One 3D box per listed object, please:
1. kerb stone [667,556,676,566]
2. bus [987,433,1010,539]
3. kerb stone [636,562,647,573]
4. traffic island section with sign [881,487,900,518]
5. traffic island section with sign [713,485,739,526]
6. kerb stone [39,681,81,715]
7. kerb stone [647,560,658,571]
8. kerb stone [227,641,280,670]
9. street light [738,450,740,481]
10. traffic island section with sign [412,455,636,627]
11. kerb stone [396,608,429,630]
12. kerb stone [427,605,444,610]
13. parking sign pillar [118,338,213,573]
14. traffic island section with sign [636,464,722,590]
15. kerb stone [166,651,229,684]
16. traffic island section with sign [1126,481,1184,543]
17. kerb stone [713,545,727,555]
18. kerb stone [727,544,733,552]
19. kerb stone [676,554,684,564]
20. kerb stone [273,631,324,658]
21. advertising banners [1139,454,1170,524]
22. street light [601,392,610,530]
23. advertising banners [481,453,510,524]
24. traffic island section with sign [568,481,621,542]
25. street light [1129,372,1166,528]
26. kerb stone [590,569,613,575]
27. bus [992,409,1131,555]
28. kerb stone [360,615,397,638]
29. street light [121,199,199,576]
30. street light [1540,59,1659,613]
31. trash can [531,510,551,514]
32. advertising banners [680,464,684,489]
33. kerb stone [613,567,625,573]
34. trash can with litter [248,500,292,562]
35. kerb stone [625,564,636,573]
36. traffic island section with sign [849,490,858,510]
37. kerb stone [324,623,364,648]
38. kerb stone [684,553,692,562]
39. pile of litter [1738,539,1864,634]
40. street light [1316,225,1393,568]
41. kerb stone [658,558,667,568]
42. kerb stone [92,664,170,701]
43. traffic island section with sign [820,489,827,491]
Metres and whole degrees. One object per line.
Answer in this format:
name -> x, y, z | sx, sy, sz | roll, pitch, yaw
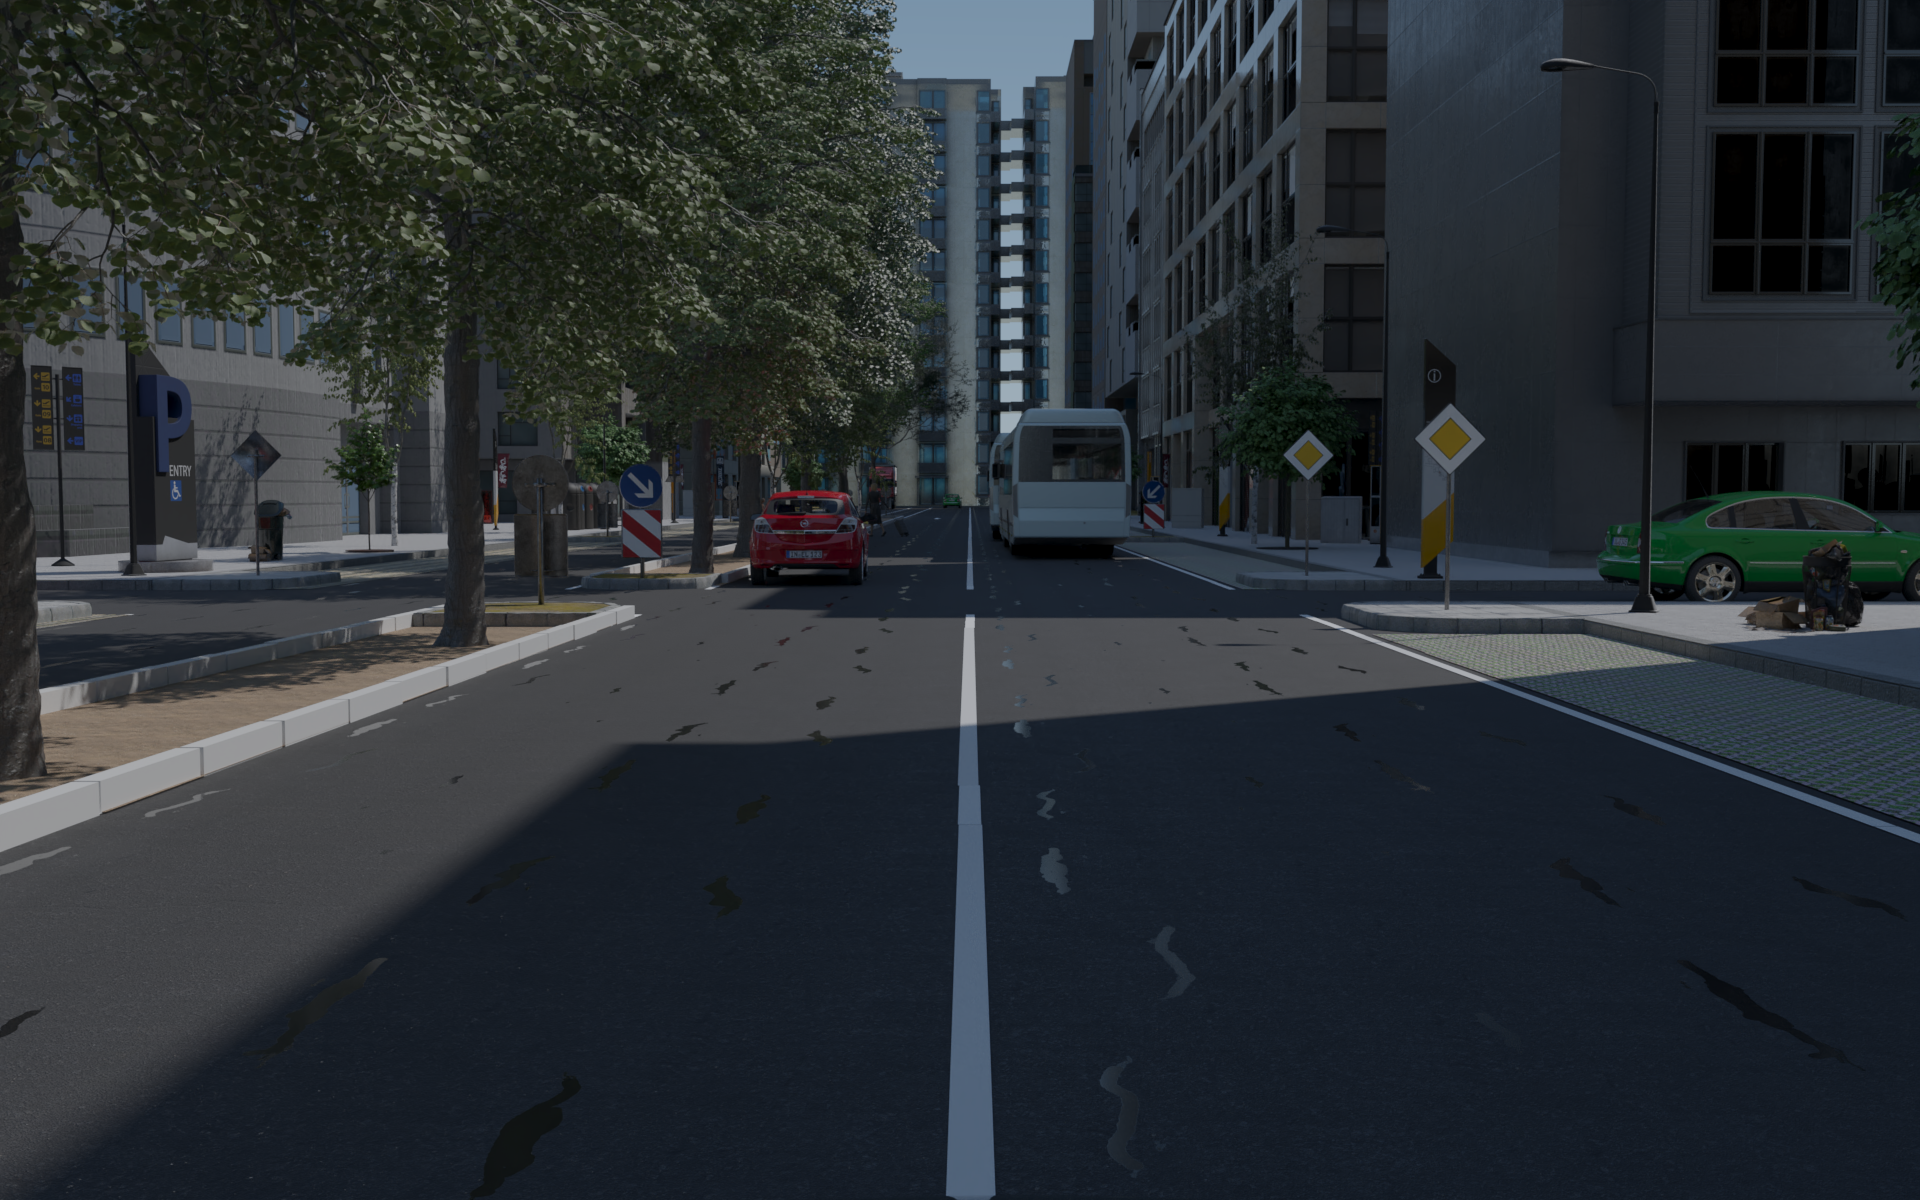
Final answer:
kerb stone -> -5.844, -0.748, 34.440 | 0.120, 0.150, 1.000 | 0, 4, 0
bus -> 2.325, -3.893, 58.510 | 2.948, 3.499, 13.247 | 0, 4, 1
kerb stone -> -5.861, -0.561, 31.372 | 0.120, 0.150, 1.000 | 0, 4, 0
traffic island section with sign -> -4.394, -5.744, 102.046 | 2.006, 1.907, 1.989 | 0, 4, 0
traffic island section with sign -> -10.452, -4.299, 78.923 | 1.989, 1.847, 2.006 | 0, 4, 0
kerb stone -> -5.982, 0.663, 11.372 | 0.120, 0.150, 1.000 | 0, 4, 0
kerb stone -> -5.852, -0.624, 32.395 | 0.120, 0.150, 1.000 | 0, 4, 0
kerb stone -> -5.957, 0.482, 14.454 | 0.120, 0.150, 1.000 | 0, 4, 0
street light -> -12.100, -7.741, 99.105 | 1.470, 5.913, 1.316 | 0, 4, 0
traffic island section with sign -> -4.876, -0.695, 19.502 | 2.006, 1.907, 1.989 | 0, 4, 0
kerb stone -> -5.933, 0.223, 18.544 | 0.120, 0.150, 1.000 | 0, 4, 0
kerb stone -> -5.936, 0.161, 19.578 | 0.120, 0.150, 1.000 | 0, 4, 0
parking sign pillar -> -13.215, -2.461, 28.717 | 1.447, 3.967, 1.447 | 0, 4, 5
traffic island section with sign -> -4.823, -1.148, 26.909 | 2.006, 1.907, 1.989 | 0, 4, 0
kerb stone -> -5.967, 0.540, 13.432 | 0.120, 0.150, 1.000 | 0, 4, 0
traffic island section with sign -> 5.604, -2.640, 51.786 | 1.989, 1.847, 2.006 | 0, 4, 0
kerb stone -> -5.799, -1.188, 41.625 | 0.120, 0.150, 1.000 | 0, 4, 0
kerb stone -> -5.792, -1.248, 42.648 | 0.120, 0.150, 1.000 | 0, 4, 0
kerb stone -> -5.837, -0.811, 35.462 | 0.120, 0.150, 1.000 | 0, 4, 0
kerb stone -> -5.954, 0.411, 15.479 | 0.120, 0.150, 1.000 | 0, 4, 0
advertising banners -> 8.381, -4.788, 74.474 | 2.074, 3.025, 0.090 | -3, 5, -44
street light -> -12.330, -5.513, 62.681 | 1.470, 5.913, 1.316 | 0, 4, 0
advertising banners -> -20.297, -4.768, 74.143 | 2.074, 3.025, 0.090 | 0, 4, -1
traffic island section with sign -> -10.613, -2.646, 51.890 | 1.989, 1.847, 2.006 | 0, 4, 0
street light -> 7.136, -5.714, 65.972 | 1.470, 5.913, 1.316 | 0, 4, 0
kerb stone -> -5.877, -0.374, 28.303 | 0.120, 0.150, 1.000 | 0, 4, 0
bus -> 2.397, -3.003, 43.963 | 2.948, 3.499, 13.247 | 0, 4, 0
kerb stone -> -5.944, 0.289, 17.523 | 0.120, 0.150, 1.000 | 0, 4, 0
street light -> -12.452, -3.334, 27.053 | 1.470, 5.913, 1.316 | 0, 4, 0
street light -> 6.895, -2.821, 18.660 | 1.470, 5.913, 1.316 | 0, 4, 0
trash can -> -13.266, -2.642, 54.855 | 0.748, 1.137, 0.748 | 0, 3, 0
advertising banners -> -15.833, -6.370, 100.336 | 0.090, 3.025, 2.074 | -2, 4, -28
kerb stone -> -5.876, -0.431, 29.328 | 0.120, 0.150, 1.000 | 0, 4, 0
trash can with litter -> -13.248, -1.334, 33.190 | 0.624, 1.170, 1.055 | 0, 4, -5
kerb stone -> -5.876, -0.496, 30.350 | 0.120, 0.150, 1.000 | 0, 4, 0
traffic island section with sign -> -9.999, -9.086, 157.190 | 1.989, 1.847, 2.006 | 0, 4, 0
kerb stone -> -5.944, 0.355, 16.501 | 0.120, 0.150, 1.000 | 0, 4, 0
kerb stone -> -5.833, -0.874, 36.491 | 0.120, 0.150, 1.000 | 0, 4, 0
pile of litter -> 8.075, -0.167, 16.696 | 1.719, 0.858, 1.176 | -3, 4, -36
street light -> 6.858, -3.521, 30.114 | 1.470, 5.913, 1.316 | 0, 4, 0
kerb stone -> -5.855, -0.686, 33.418 | 0.120, 0.150, 1.000 | 0, 4, 0
kerb stone -> -5.972, 0.599, 12.410 | 0.120, 0.150, 1.000 | 0, 4, 0
traffic island section with sign -> -10.157, -7.368, 129.102 | 1.989, 1.847, 2.006 | 0, 4, 0
